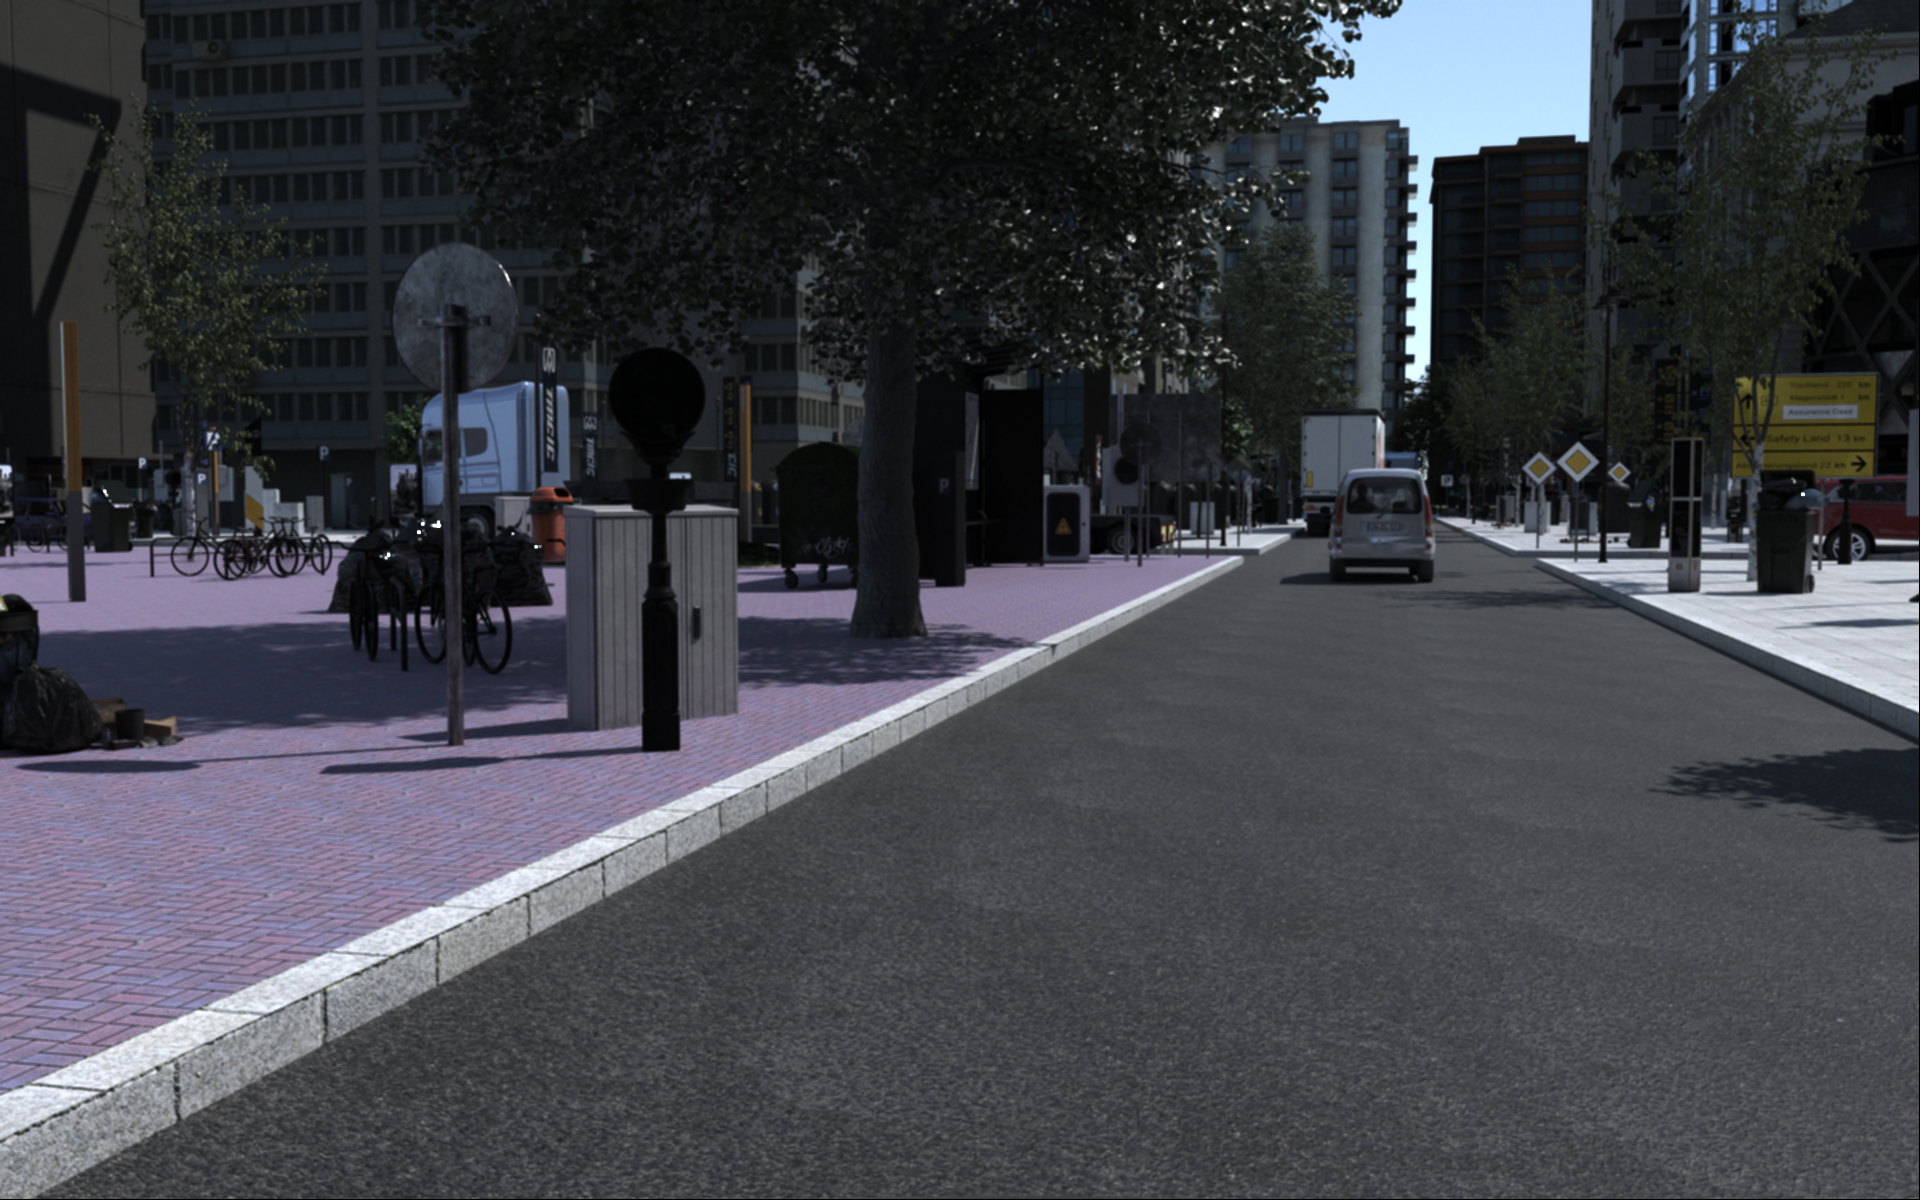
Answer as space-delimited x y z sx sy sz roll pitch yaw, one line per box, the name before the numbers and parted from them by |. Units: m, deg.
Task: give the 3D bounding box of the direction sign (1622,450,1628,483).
direction sign | 33.825 -5.884 88.192 0.379 3.537 0.876 3 4 39

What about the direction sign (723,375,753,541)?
direction sign | -4.267 -2.527 33.317 0.379 3.537 0.876 -3 5 -45

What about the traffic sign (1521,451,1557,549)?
traffic sign | 13.548 -2.259 40.570 0.795 2.450 0.064 1 4 13

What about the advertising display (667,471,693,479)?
advertising display | -7.798 -2.627 48.161 0.123 1.923 0.974 2 4 33

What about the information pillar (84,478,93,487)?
information pillar | -40.069 -4.597 79.652 0.304 2.012 0.304 -3 5 -39

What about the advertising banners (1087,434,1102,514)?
advertising banners | 3.743 -3.301 50.163 0.090 3.025 2.074 2 4 26

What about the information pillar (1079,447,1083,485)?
information pillar | 6.088 -5.866 87.262 0.183 3.616 0.504 -1 4 -14

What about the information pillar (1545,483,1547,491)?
information pillar | 30.750 -5.257 90.440 0.304 2.012 0.304 0 4 4

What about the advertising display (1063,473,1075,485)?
advertising display | 3.390 -2.974 53.845 0.123 1.923 0.974 1 4 20

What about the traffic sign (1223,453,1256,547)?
traffic sign | 6.800 -2.359 42.205 0.795 2.450 0.064 1 4 13

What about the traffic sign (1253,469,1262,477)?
traffic sign | 14.895 -5.348 87.550 0.768 2.556 0.104 1 4 23

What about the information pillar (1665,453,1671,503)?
information pillar | 36.004 -5.913 88.039 0.183 3.616 0.504 0 4 3

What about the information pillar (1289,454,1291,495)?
information pillar | 18.601 -6.502 97.666 0.183 3.616 0.504 1 4 14

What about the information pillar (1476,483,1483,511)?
information pillar | 33.212 -6.500 110.761 0.304 2.012 0.304 -2 4 -24

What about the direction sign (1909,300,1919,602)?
direction sign | 11.504 -1.743 20.492 0.876 3.537 0.379 -2 4 -34

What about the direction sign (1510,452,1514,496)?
direction sign | 29.460 -6.148 92.512 0.379 3.537 0.876 2 4 28

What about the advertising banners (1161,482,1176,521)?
advertising banners | 10.196 -5.319 83.153 0.090 3.025 2.074 3 5 43

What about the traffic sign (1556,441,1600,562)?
traffic sign | 11.684 -1.784 32.805 0.795 2.450 0.064 1 4 13

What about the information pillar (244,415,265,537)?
information pillar | -20.967 -3.676 51.459 0.504 3.616 0.183 -2 4 -30

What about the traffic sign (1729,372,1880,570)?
traffic sign | 14.193 -2.161 29.201 2.265 3.308 0.079 1 4 17

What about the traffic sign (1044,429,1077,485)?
traffic sign | 1.895 -2.119 34.649 0.884 2.594 0.081 1 4 20

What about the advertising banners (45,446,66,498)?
advertising banners | -33.083 -4.083 62.952 2.074 3.025 0.090 1 4 11

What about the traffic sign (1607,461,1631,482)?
traffic sign | 23.331 -3.679 61.343 0.795 2.450 0.064 1 4 22

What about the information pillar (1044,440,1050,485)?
information pillar | 3.671 -5.060 74.086 0.183 3.616 0.504 2 4 35

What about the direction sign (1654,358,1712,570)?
direction sign | 12.066 -2.261 28.971 0.876 3.537 0.379 1 4 18

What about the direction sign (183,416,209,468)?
direction sign | -22.360 -3.595 50.768 0.379 3.537 0.876 1 4 22

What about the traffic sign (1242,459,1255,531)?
traffic sign | 9.761 -3.638 59.588 0.768 2.556 0.104 1 4 15

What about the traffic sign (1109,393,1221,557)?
traffic sign | 4.135 -2.521 35.097 2.265 3.308 0.079 1 4 15

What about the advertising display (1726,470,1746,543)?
advertising display | 20.504 -2.482 45.788 0.123 1.923 0.974 0 4 3

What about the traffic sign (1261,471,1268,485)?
traffic sign | 16.883 -5.931 97.081 0.768 2.556 0.104 1 4 16

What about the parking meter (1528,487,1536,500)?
parking meter | 33.231 -5.804 100.614 0.399 1.863 0.255 0 4 6

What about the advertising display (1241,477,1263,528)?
advertising display | 11.070 -3.698 65.682 0.974 1.923 0.123 -2 4 -30

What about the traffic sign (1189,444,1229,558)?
traffic sign | 4.935 -1.884 34.440 0.795 2.450 0.064 1 4 13

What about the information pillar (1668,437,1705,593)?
information pillar | 9.477 -1.108 22.613 0.304 2.012 0.304 -3 5 -42

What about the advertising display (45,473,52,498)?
advertising display | -28.007 -2.937 53.242 0.123 1.923 0.974 -2 4 -25

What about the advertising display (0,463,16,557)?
advertising display | -19.643 -1.839 35.278 0.123 1.923 0.974 1 4 10

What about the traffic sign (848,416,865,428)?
traffic sign | -1.587 -1.729 28.380 0.768 2.556 0.104 1 4 22

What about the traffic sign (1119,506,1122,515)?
traffic sign | 4.266 -2.808 46.023 0.768 2.556 0.104 1 4 18

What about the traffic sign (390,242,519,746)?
traffic sign | -2.579 -0.531 8.782 0.768 2.556 0.104 1 4 20

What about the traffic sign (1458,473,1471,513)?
traffic sign | 30.295 -6.358 104.064 0.768 2.556 0.104 1 4 21

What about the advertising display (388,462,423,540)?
advertising display | -11.398 -1.860 35.630 0.974 1.923 0.123 3 4 36

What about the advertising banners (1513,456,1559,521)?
advertising banners | 26.770 -5.159 80.533 2.074 3.025 0.090 0 4 3

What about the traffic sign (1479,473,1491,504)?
traffic sign | 32.384 -6.531 106.883 0.768 2.556 0.104 1 4 21

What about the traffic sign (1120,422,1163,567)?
traffic sign | 3.184 -1.865 30.591 0.768 2.556 0.104 1 4 16

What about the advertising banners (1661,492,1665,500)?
advertising banners | 36.785 -5.725 89.790 2.074 3.025 0.090 -3 4 -38
